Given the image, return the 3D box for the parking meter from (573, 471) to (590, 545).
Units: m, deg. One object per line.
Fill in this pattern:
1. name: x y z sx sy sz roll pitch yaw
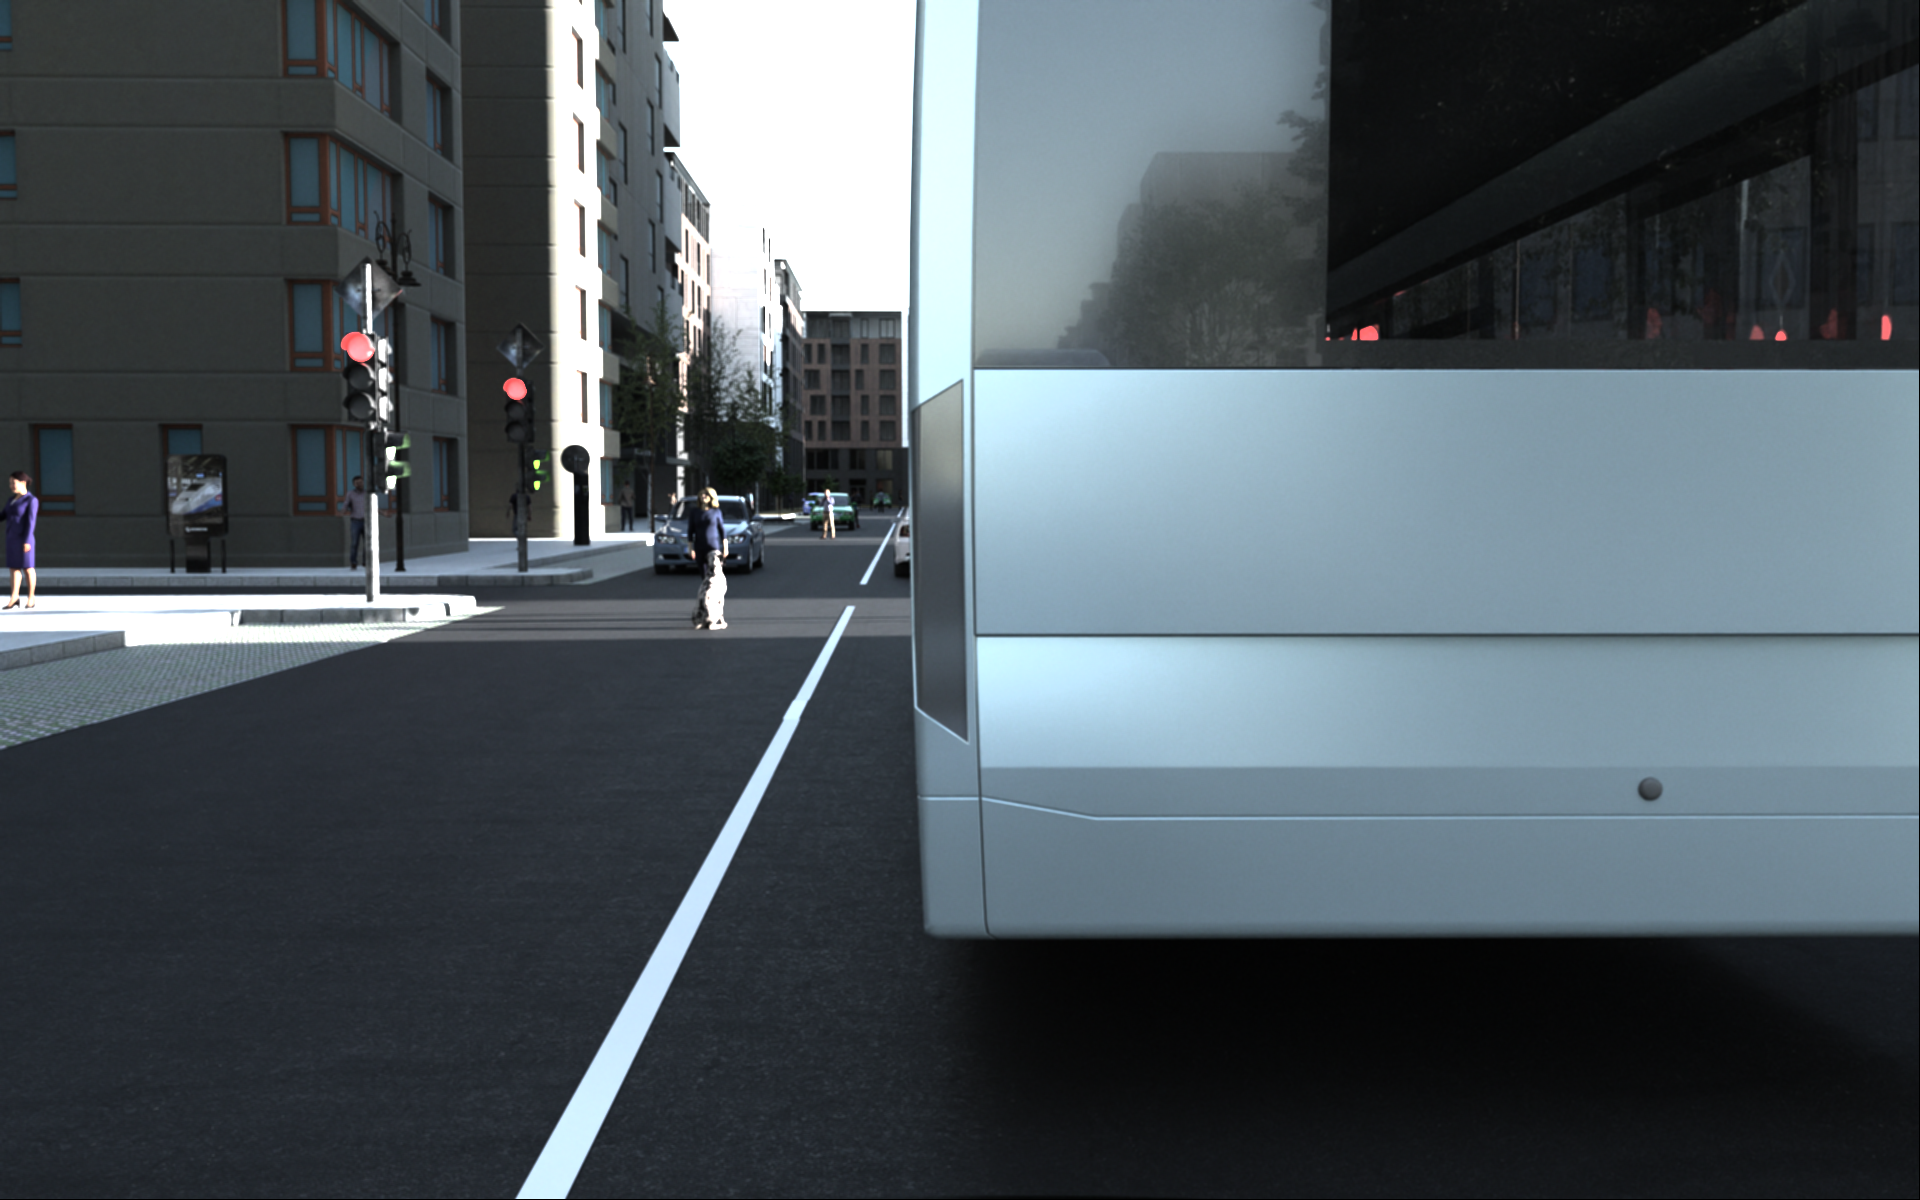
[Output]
1. parking meter: -9.477 -2.304 43.378 0.399 1.863 0.255 3 4 38

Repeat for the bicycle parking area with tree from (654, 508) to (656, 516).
1. bicycle parking area with tree: -21.722 -6.812 98.384 9.016 4.147 8.231 0 4 -7

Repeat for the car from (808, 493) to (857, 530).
1. car: -5.145 -3.751 70.126 1.959 1.807 4.718 0 4 -4

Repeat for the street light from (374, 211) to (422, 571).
1. street light: -9.304 -3.415 28.616 0.468 5.910 1.993 0 4 -2

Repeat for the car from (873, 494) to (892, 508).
1. car: -7.886 -10.225 175.968 1.959 1.807 4.718 0 4 -3

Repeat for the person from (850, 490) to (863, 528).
1. person: -4.443 -3.878 73.774 0.647 1.594 0.662 0 4 3

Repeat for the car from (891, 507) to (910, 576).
1. car: -0.234 -1.172 31.530 2.083 1.381 4.827 0 4 0

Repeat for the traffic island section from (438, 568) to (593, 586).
1. traffic island section: -7.227 -0.384 28.566 2.009 0.180 2.903 0 4 -2

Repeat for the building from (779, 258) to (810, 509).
1. building: -31.696 -19.560 163.779 32.646 21.610 27.936 0 4 -2

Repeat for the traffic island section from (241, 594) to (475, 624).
1. traffic island section: -6.998 0.104 20.584 2.009 0.180 2.903 0 4 -2

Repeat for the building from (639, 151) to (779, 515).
1. building: -27.960 -16.851 119.495 27.936 21.610 32.646 0 4 -2

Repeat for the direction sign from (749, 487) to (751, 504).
1. direction sign: -10.955 -6.015 90.347 0.379 3.537 0.876 -1 4 -21

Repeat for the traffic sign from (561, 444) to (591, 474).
1. traffic sign: -9.762 -2.685 44.010 0.768 2.556 0.104 0 4 1

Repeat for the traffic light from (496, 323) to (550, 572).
1. traffic light: -7.187 -2.417 28.432 0.839 4.253 0.868 0 4 -2

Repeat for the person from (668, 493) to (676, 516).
1. person: -16.674 -5.510 100.042 0.435 1.345 0.340 -3 5 -43

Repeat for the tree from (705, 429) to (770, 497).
1. tree: -11.161 -6.312 86.922 4.285 4.588 4.351 0 3 0

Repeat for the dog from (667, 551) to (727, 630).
1. dog: -2.794 -0.104 18.544 0.800 0.831 0.513 -3 4 -37

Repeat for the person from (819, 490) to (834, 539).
1. person: -4.238 -2.740 55.362 0.516 1.574 0.319 2 4 32

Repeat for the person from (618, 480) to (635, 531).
1. person: -11.575 -3.274 60.103 0.617 1.759 0.750 -1 4 -14

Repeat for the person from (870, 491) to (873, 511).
1. person: -7.579 -8.597 149.783 0.721 1.735 1.217 0 4 -4

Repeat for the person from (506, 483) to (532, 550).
1. person: -10.107 -1.918 39.614 0.569 1.553 0.471 0 4 -8

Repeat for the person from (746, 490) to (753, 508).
1. person: -12.210 -5.659 100.784 0.499 1.552 0.429 -2 4 -24

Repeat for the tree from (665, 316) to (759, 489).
1. tree: -10.534 -7.458 72.305 4.360 8.622 3.978 0 3 0

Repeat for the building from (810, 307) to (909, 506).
1. building: -8.933 -21.971 203.194 32.646 21.610 27.936 0 4 -2

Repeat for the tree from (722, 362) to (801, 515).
1. tree: -11.120 -8.962 96.889 4.737 8.622 4.395 0 3 0

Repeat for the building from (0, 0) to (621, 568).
1. building: -24.949 -12.140 43.522 27.650 21.520 28.899 0 4 -2

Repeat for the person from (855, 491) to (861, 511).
1. person: -8.751 -8.537 148.998 0.541 1.710 0.530 0 4 4

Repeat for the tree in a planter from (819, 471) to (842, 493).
1. tree in a planter: -9.832 -8.149 130.452 1.991 3.239 1.994 0 4 -2

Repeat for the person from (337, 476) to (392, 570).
1. person: -10.105 -1.295 29.183 0.435 1.587 0.963 3 5 44

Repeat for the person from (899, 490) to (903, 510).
1. person: -5.186 -8.788 152.195 0.705 1.822 1.348 -1 4 -11

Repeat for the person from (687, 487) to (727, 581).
1. person: -3.033 -0.593 20.738 0.480 1.512 0.613 -1 4 -15

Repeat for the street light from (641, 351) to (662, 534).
1. street light: -9.992 -5.100 56.180 0.468 5.910 1.993 0 4 -2

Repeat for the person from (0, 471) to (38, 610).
1. person: -10.509 -0.660 19.210 0.453 1.535 0.546 0 4 3

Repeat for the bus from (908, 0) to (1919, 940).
1. bus: 1.105 -0.937 10.185 2.948 3.499 13.247 0 4 -1

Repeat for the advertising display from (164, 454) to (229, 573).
1. advertising display: -12.363 -1.398 28.063 0.974 1.923 0.123 0 4 2

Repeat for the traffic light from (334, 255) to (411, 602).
1. traffic light: -6.958 -1.928 20.451 0.839 4.253 0.868 0 4 -2

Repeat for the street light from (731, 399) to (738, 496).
1. street light: -10.935 -6.786 83.738 0.468 5.910 1.993 0 4 -2

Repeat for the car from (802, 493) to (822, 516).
1. car: -9.556 -6.485 115.621 1.945 1.707 3.694 0 4 -1

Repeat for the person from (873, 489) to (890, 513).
1. person: -6.060 -7.622 133.111 1.348 1.826 0.705 0 4 5

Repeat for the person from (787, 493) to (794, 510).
1. person: -13.771 -8.170 140.540 0.541 1.710 0.530 1 4 22

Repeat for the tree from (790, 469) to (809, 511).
1. tree: -12.299 -8.422 132.308 1.663 3.219 1.824 0 3 0

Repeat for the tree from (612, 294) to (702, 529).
1. tree: -11.569 -6.966 64.260 4.737 8.622 4.395 0 3 0

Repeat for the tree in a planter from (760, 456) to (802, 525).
1. tree in a planter: -8.393 -5.092 80.480 1.991 3.239 1.994 0 4 -2

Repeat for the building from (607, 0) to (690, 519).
1. building: -27.590 -29.933 78.637 28.713 52.752 27.495 0 4 -2

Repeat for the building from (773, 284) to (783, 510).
1. building: -22.514 -17.447 141.678 16.016 20.091 11.380 0 4 -2

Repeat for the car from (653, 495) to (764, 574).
1. car: -4.685 -1.266 32.698 2.014 1.417 4.499 0 4 -2
